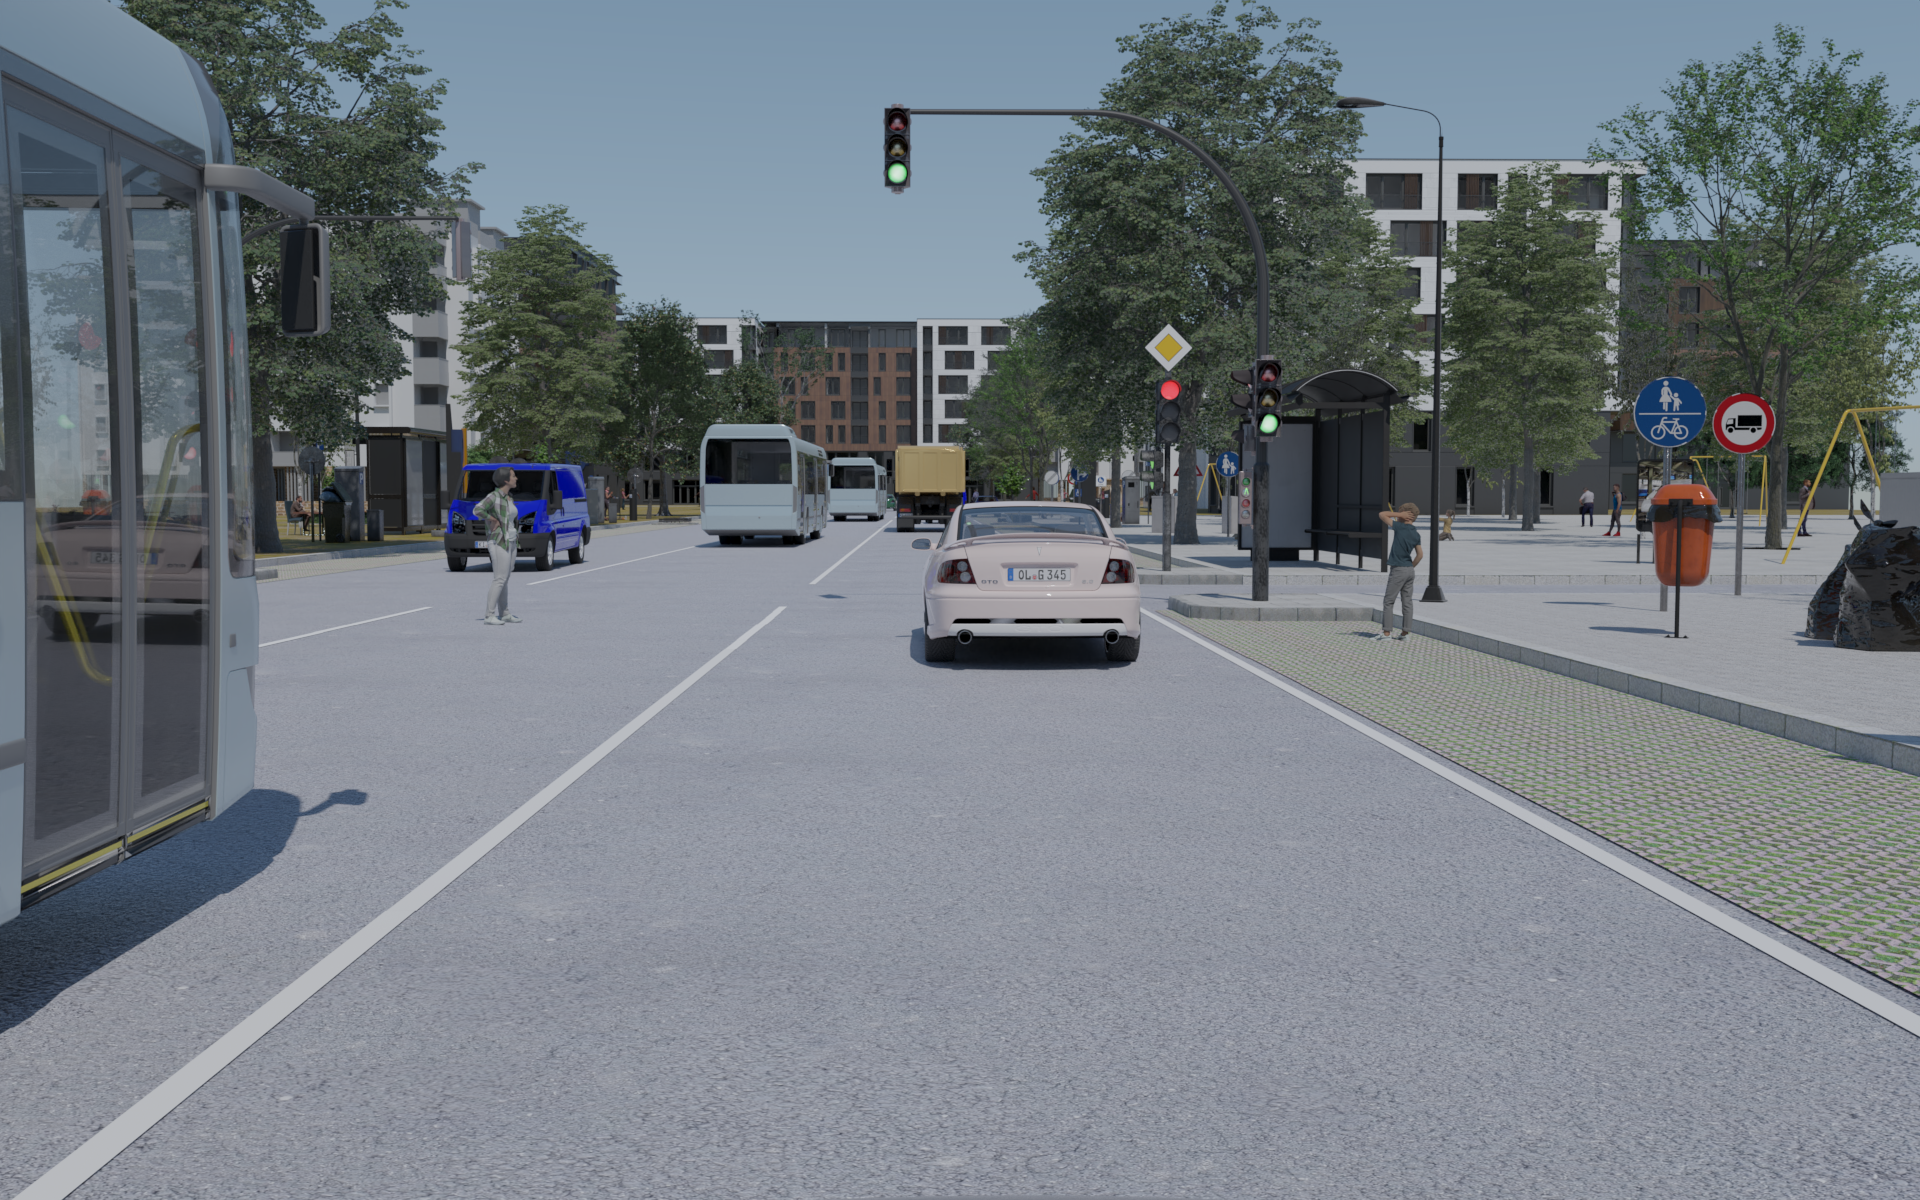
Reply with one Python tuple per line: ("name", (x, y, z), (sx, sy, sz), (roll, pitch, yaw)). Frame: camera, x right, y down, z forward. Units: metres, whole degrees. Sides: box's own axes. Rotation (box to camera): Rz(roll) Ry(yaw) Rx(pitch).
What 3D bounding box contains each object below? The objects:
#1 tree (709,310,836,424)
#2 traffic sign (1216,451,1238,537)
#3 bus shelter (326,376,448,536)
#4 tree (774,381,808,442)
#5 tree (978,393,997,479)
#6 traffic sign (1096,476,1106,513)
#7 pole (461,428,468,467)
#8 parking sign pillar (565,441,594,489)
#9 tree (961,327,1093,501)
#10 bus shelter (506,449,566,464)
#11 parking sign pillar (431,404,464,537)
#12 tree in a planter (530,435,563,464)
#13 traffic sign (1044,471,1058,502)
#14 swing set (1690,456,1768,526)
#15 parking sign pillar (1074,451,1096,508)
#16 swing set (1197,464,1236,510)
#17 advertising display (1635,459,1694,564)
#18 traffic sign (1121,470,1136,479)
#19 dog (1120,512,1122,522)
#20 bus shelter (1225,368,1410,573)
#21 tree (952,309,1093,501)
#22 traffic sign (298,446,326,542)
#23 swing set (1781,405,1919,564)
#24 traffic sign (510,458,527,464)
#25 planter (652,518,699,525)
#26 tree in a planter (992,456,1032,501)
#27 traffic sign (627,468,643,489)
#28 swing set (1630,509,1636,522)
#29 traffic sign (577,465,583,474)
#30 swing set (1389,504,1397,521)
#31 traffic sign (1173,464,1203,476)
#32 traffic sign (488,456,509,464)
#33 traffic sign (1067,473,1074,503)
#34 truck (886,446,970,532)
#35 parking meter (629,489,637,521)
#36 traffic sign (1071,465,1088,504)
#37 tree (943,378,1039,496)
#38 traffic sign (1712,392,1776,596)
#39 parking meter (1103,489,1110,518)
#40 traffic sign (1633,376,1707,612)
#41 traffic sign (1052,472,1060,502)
("tree", (-19.935, -19.777, 179.241), (12.611, 20.169, 13.585), (0, 3, 0))
("traffic sign", (8.030, -3.160, 51.769), (0.768, 2.556, 0.104), (1, 4, 9))
("bus shelter", (-18.093, -4.738, 55.099), (2.179, 5.291, 8.768), (0, 4, -1))
("tree", (-17.473, -13.782, 142.349), (9.611, 12.733, 9.660), (0, 3, 0))
("tree", (4.755, -13.633, 141.033), (7.486, 12.596, 7.792), (0, 3, 0))
("traffic sign", (7.783, -5.723, 95.708), (0.606, 2.300, 0.079), (0, 4, 8))
("pole", (-15.352, -3.662, 53.721), (0.158, 3.312, 0.155), (0, 3, 0))
("parking sign pillar", (-17.221, -5.500, 78.401), (1.447, 3.967, 1.447), (1, 4, 23))
("tree", (5.009, -10.814, 102.557), (9.928, 11.665, 9.643), (0, 3, 0))
("bus shelter", (-19.657, -5.308, 80.703), (2.014, 3.302, 5.546), (0, 4, -1))
("parking sign pillar", (-15.272, -3.908, 52.361), (1.447, 3.967, 1.447), (-1, 4, -14))
("tree in a planter", (-12.734, -3.414, 53.038), (1.991, 3.239, 1.994), (0, 4, -1))
("traffic sign", (4.987, -5.770, 94.451), (0.768, 2.556, 0.104), (0, 4, 6))
("swing set", (31.645, -4.499, 71.179), (3.119, 2.851, 2.862), (2, 4, 30))
("parking sign pillar", (5.705, -5.526, 78.816), (1.447, 3.967, 1.447), (2, 4, 34))
("swing set", (13.847, -5.531, 88.049), (2.862, 2.851, 3.119), (-3, 5, -39))
("advertising display", (12.909, -1.623, 31.745), (0.974, 1.923, 0.123), (1, 4, 16))
("traffic sign", (8.919, -5.598, 91.638), (0.768, 2.556, 0.104), (0, 4, 7))
("dog", (7.491, -3.979, 79.443), (0.513, 0.831, 0.800), (-1, 4, -10))
("bus shelter", (6.171, -2.246, 30.651), (2.014, 3.302, 5.546), (0, 4, -1))
("tree", (4.656, -12.525, 115.148), (12.009, 13.543, 11.850), (0, 3, 0))
("traffic sign", (-17.269, -2.816, 46.154), (0.768, 2.556, 0.104), (0, 4, 8))
("swing set", (16.778, -2.030, 30.803), (2.862, 2.851, 3.119), (-1, 4, -16))
("traffic sign", (-15.571, -3.730, 61.099), (0.768, 2.556, 0.104), (0, 4, 2))
("planter", (-13.309, -3.671, 81.163), (1.991, 0.319, 1.994), (0, 4, -1))
("tree in a planter", (2.408, -5.081, 80.303), (1.991, 3.239, 1.994), (0, 4, -1))
("traffic sign", (-15.741, -5.126, 83.913), (0.768, 2.556, 0.104), (0, 3, 0))
("swing set", (32.820, -5.011, 79.548), (2.862, 2.851, 3.119), (-1, 4, -10))
("traffic sign", (-16.679, -4.569, 74.811), (0.768, 2.556, 0.104), (0, 4, 6))
("swing set", (19.255, -5.248, 83.423), (2.862, 2.851, 3.119), (0, 4, -4))
("traffic sign", (6.815, -3.169, 51.817), (0.884, 2.594, 0.081), (0, 4, 6))
("traffic sign", (-15.340, -3.518, 57.619), (0.768, 2.556, 0.104), (0, 4, 2))
("traffic sign", (6.394, -5.930, 97.056), (0.768, 2.556, 0.104), (1, 4, 8))
("truck", (-1.228, -4.423, 68.243), (3.469, 3.379, 9.791), (0, 4, -2))
("parking meter", (-15.676, -4.567, 83.084), (0.372, 1.533, 0.369), (0, 3, 0))
("traffic sign", (4.995, -4.418, 72.340), (0.768, 2.556, 0.104), (0, 4, 2))
("tree", (3.115, -15.239, 166.158), (9.611, 12.733, 9.660), (0, 3, 0))
("traffic sign", (9.839, -1.329, 21.829), (0.768, 2.556, 0.104), (0, 4, 4))
("parking meter", (7.730, -5.081, 91.486), (0.372, 1.533, 0.369), (0, 3, 0))
("traffic sign", (7.688, -1.146, 18.847), (0.768, 2.556, 0.104), (0, 4, 5))
("traffic sign", (5.202, -5.937, 97.177), (0.768, 2.556, 0.104), (0, 4, 7))
